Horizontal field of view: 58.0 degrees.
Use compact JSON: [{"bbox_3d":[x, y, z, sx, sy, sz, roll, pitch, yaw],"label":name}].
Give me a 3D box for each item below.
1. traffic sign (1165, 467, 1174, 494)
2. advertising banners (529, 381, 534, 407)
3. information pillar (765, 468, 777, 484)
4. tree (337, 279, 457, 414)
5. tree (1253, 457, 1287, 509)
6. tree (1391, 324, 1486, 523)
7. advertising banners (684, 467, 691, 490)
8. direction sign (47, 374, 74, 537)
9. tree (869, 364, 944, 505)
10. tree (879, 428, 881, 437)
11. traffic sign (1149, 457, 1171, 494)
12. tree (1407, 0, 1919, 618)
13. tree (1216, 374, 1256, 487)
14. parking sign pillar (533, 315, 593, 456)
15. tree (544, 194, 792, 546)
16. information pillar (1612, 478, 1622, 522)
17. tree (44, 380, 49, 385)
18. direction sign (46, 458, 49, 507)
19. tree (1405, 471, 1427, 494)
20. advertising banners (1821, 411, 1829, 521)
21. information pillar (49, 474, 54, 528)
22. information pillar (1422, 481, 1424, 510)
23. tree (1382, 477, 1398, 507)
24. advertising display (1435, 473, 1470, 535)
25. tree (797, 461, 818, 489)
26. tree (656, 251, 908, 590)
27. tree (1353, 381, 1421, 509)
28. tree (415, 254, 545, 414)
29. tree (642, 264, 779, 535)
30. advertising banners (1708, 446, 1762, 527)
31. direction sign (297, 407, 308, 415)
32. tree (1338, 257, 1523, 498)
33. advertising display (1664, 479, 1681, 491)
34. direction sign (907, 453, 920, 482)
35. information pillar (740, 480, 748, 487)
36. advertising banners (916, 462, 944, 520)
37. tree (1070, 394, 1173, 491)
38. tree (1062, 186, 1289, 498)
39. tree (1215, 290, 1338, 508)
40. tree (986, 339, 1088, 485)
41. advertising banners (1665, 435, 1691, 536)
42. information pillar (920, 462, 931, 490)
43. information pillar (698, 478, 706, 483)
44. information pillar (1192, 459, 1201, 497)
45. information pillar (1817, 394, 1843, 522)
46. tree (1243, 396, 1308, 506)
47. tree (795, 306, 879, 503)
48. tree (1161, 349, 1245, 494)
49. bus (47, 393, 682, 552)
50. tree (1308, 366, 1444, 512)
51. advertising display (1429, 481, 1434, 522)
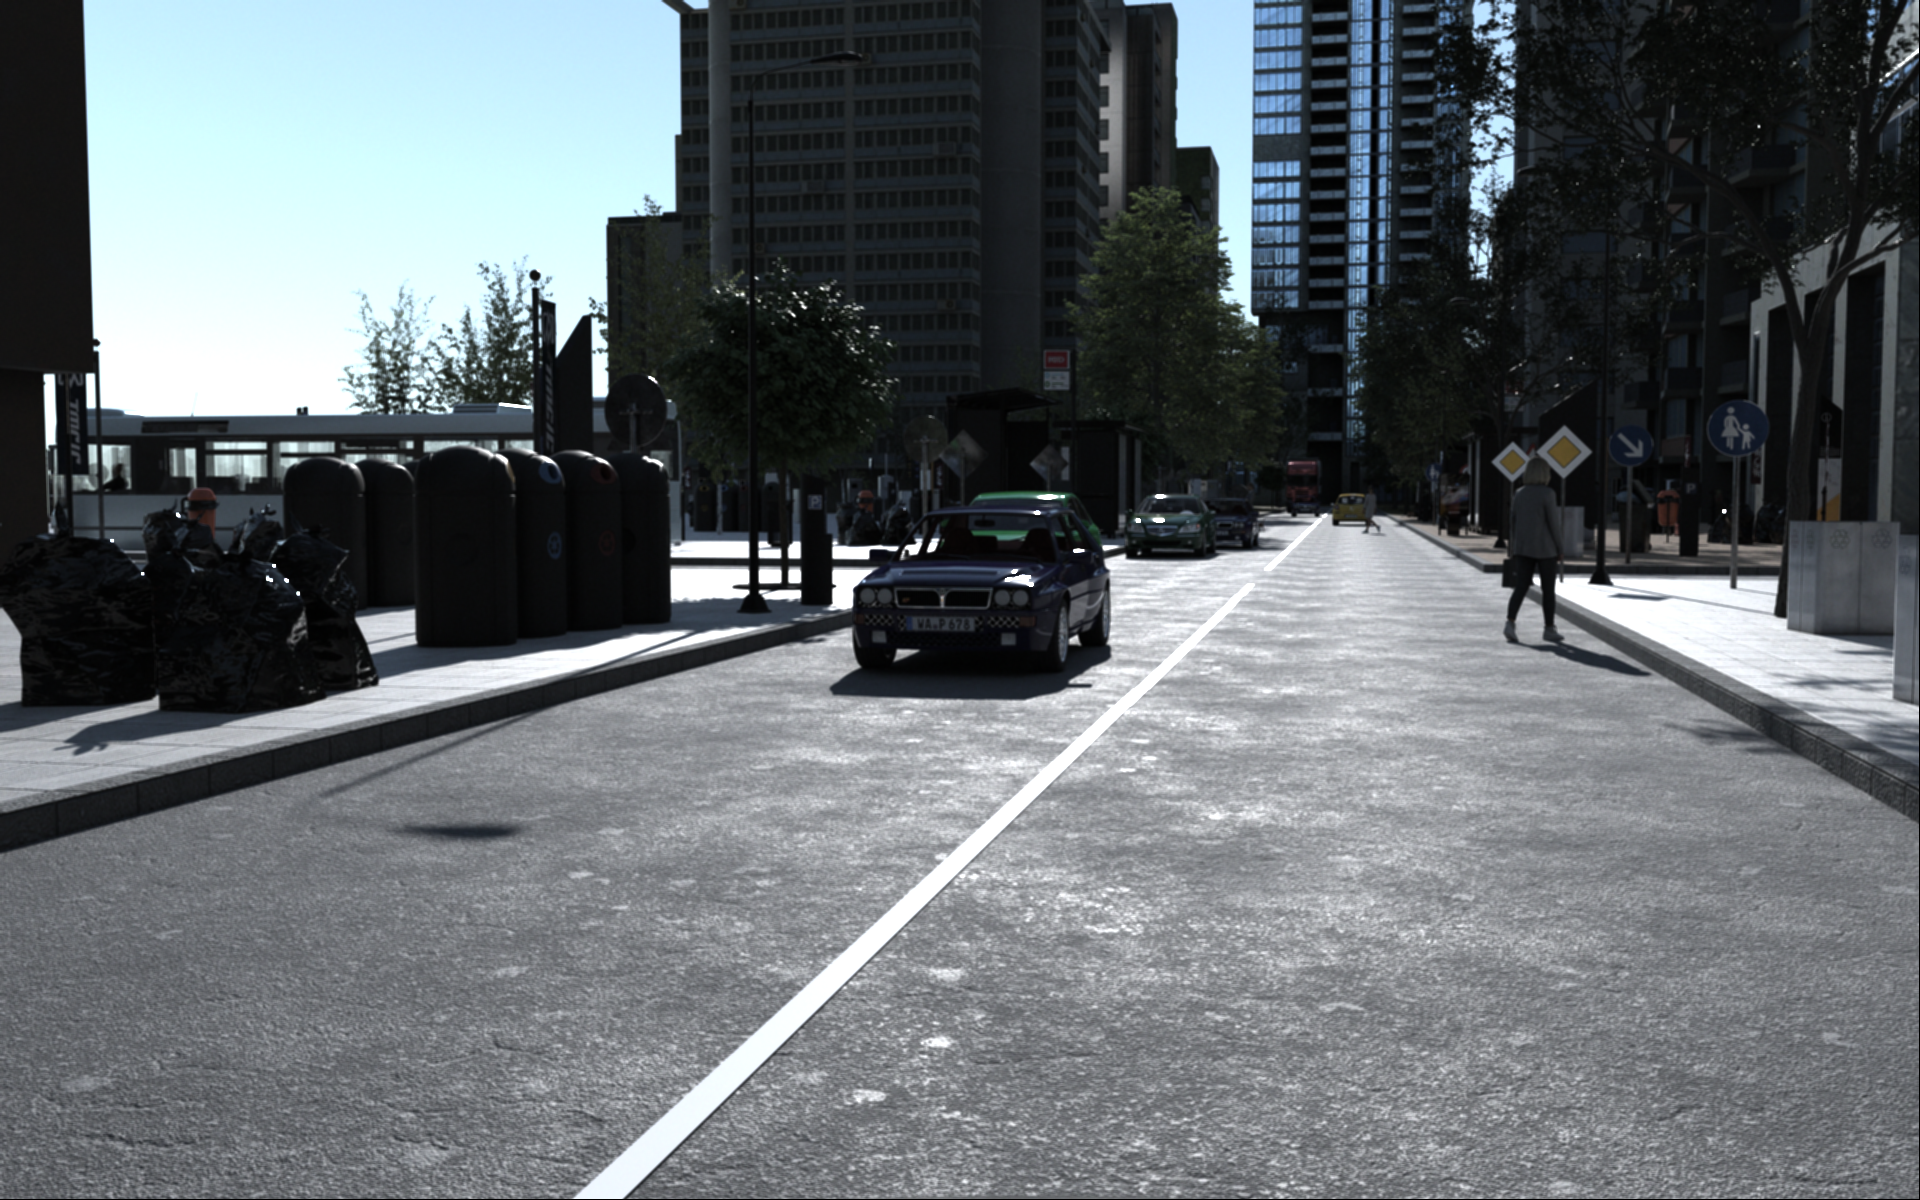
[{"bbox_3d":[8.789,-4.542,74.359,0.768,2.556,0.104,1,4,20],"label":"traffic sign"},{"bbox_3d":[-6.622,-1.942,27.947,0.090,3.025,2.074,0,4,3],"label":"advertising banners"},{"bbox_3d":[-7.322,-4.644,67.285,0.504,3.616,0.183,0,4,7],"label":"information pillar"},{"bbox_3d":[-19.580,-6.700,59.902,4.360,8.622,3.978,0,3,0],"label":"tree"},{"bbox_3d":[27.408,-10.259,151.453,4.285,4.588,4.351,0,3,0],"label":"tree"},{"bbox_3d":[20.924,-7.659,75.594,4.737,8.622,4.395,0,3,0],"label":"tree"},{"bbox_3d":[-16.906,-7.096,112.206,2.074,3.025,0.090,-1,4,-22],"label":"advertising banners"},{"bbox_3d":[-11.600,-1.868,22.538,0.379,3.537,0.876,-2,4,-25],"label":"direction sign"},{"bbox_3d":[-3.336,-9.072,98.692,4.360,8.622,3.978,0,3,0],"label":"tree"},{"bbox_3d":[-5.825,-7.477,72.603,4.737,8.622,4.395,0,3,0],"label":"tree"},{"bbox_3d":[6.835,-3.617,59.251,0.768,2.556,0.104,1,4,18],"label":"traffic sign"},{"bbox_3d":[8.454,-5.077,17.419,8.767,10.594,7.601,2,4,27],"label":"tree"},{"bbox_3d":[19.504,-11.302,119.202,7.601,10.594,8.767,-2,4,-33],"label":"tree"},{"bbox_3d":[-5.849,-2.270,25.583,1.447,3.967,1.447,1,4,9],"label":"parking sign pillar"},{"bbox_3d":[-7.020,-5.635,42.497,4.737,8.622,4.395,0,3,0],"label":"tree"},{"bbox_3d":[29.698,-4.513,78.272,0.304,2.012,0.304,0,4,-8],"label":"information pillar"},{"bbox_3d":[-24.618,-5.671,43.077,4.737,8.622,4.395,0,3,0],"label":"tree"},{"bbox_3d":[-43.172,-5.507,82.033,0.876,3.537,0.379,-1,4,-18],"label":"direction sign"},{"bbox_3d":[30.527,-7.369,115.088,1.663,3.219,1.824,0,3,0],"label":"tree"},{"bbox_3d":[17.970,-2.433,35.968,0.090,3.025,2.074,2,4,28],"label":"advertising banners"},{"bbox_3d":[-33.821,-3.687,64.778,0.304,2.012,0.304,3,4,37],"label":"information pillar"},{"bbox_3d":[26.208,-5.714,97.920,0.304,2.012,0.304,0,4,5],"label":"information pillar"},{"bbox_3d":[42.252,-10.770,170.696,1.663,3.219,1.824,0,3,0],"label":"tree"},{"bbox_3d":[15.352,-2.975,53.851,0.974,1.923,0.123,0,4,-3],"label":"advertising display"},{"bbox_3d":[-8.657,-8.101,82.815,4.360,8.622,3.978,0,3,0],"label":"tree"},{"bbox_3d":[-2.441,-2.448,23.732,4.285,4.588,4.351,0,3,0],"label":"tree"},{"bbox_3d":[36.861,-13.874,144.964,7.486,12.596,7.792,0,3,0],"label":"tree"},{"bbox_3d":[-14.224,-6.292,53.242,4.737,8.622,4.395,0,3,0],"label":"tree"},{"bbox_3d":[-7.839,-6.375,54.590,4.360,8.622,3.978,0,3,0],"label":"tree"},{"bbox_3d":[21.064,-3.103,46.926,2.074,3.025,0.090,-2,4,-26],"label":"advertising banners"},{"bbox_3d":[-17.116,-3.252,45.175,0.379,3.537,0.876,-3,4,-37],"label":"direction sign"},{"bbox_3d":[24.774,-11.272,90.953,9.857,13.997,8.962,0,3,0],"label":"tree"},{"bbox_3d":[29.745,-4.089,72.070,0.974,1.923,0.123,-1,4,-11],"label":"advertising display"},{"bbox_3d":[-2.504,-6.137,92.343,0.876,3.537,0.379,3,4,38],"label":"direction sign"},{"bbox_3d":[-11.262,-5.250,90.328,0.304,2.012,0.304,1,4,20],"label":"information pillar"},{"bbox_3d":[-0.468,-3.615,55.286,2.074,3.025,0.090,-2,4,-28],"label":"advertising banners"},{"bbox_3d":[5.245,-4.467,56.742,4.285,4.588,4.351,0,3,0],"label":"tree"},{"bbox_3d":[7.148,-8.966,64.726,7.486,12.596,7.792,0,3,0],"label":"tree"},{"bbox_3d":[29.338,-18.814,163.491,12.611,20.169,13.585,0,3,0],"label":"tree"},{"bbox_3d":[2.888,-8.073,82.361,4.737,8.622,4.395,0,3,0],"label":"tree"},{"bbox_3d":[21.845,-3.455,52.681,0.090,3.025,2.074,0,4,5],"label":"advertising banners"},{"bbox_3d":[-1.175,-4.175,59.624,0.183,3.616,0.504,-3,5,-40],"label":"information pillar"},{"bbox_3d":[-11.805,-4.589,79.523,0.304,2.012,0.304,1,4,14],"label":"information pillar"},{"bbox_3d":[12.842,-6.270,93.863,0.504,3.616,0.183,0,4,-3],"label":"information pillar"},{"bbox_3d":[20.178,-2.989,40.220,0.504,3.616,0.183,2,4,28],"label":"information pillar"},{"bbox_3d":[32.981,-15.495,179.090,9.928,11.665,9.643,0,3,0],"label":"tree"},{"bbox_3d":[-6.171,-6.969,64.301,4.737,8.622,4.395,0,3,0],"label":"tree"},{"bbox_3d":[11.386,-8.158,83.738,4.737,8.622,4.395,0,3,0],"label":"tree"},{"bbox_3d":[-12.308,-2.434,34.657,13.247,3.499,2.948,1,4,11],"label":"bus"},{"bbox_3d":[32.813,-12.340,127.506,9.928,11.665,9.643,0,3,0],"label":"tree"},{"bbox_3d":[21.817,-4.490,78.619,0.974,1.923,0.123,0,4,2],"label":"advertising display"}]
